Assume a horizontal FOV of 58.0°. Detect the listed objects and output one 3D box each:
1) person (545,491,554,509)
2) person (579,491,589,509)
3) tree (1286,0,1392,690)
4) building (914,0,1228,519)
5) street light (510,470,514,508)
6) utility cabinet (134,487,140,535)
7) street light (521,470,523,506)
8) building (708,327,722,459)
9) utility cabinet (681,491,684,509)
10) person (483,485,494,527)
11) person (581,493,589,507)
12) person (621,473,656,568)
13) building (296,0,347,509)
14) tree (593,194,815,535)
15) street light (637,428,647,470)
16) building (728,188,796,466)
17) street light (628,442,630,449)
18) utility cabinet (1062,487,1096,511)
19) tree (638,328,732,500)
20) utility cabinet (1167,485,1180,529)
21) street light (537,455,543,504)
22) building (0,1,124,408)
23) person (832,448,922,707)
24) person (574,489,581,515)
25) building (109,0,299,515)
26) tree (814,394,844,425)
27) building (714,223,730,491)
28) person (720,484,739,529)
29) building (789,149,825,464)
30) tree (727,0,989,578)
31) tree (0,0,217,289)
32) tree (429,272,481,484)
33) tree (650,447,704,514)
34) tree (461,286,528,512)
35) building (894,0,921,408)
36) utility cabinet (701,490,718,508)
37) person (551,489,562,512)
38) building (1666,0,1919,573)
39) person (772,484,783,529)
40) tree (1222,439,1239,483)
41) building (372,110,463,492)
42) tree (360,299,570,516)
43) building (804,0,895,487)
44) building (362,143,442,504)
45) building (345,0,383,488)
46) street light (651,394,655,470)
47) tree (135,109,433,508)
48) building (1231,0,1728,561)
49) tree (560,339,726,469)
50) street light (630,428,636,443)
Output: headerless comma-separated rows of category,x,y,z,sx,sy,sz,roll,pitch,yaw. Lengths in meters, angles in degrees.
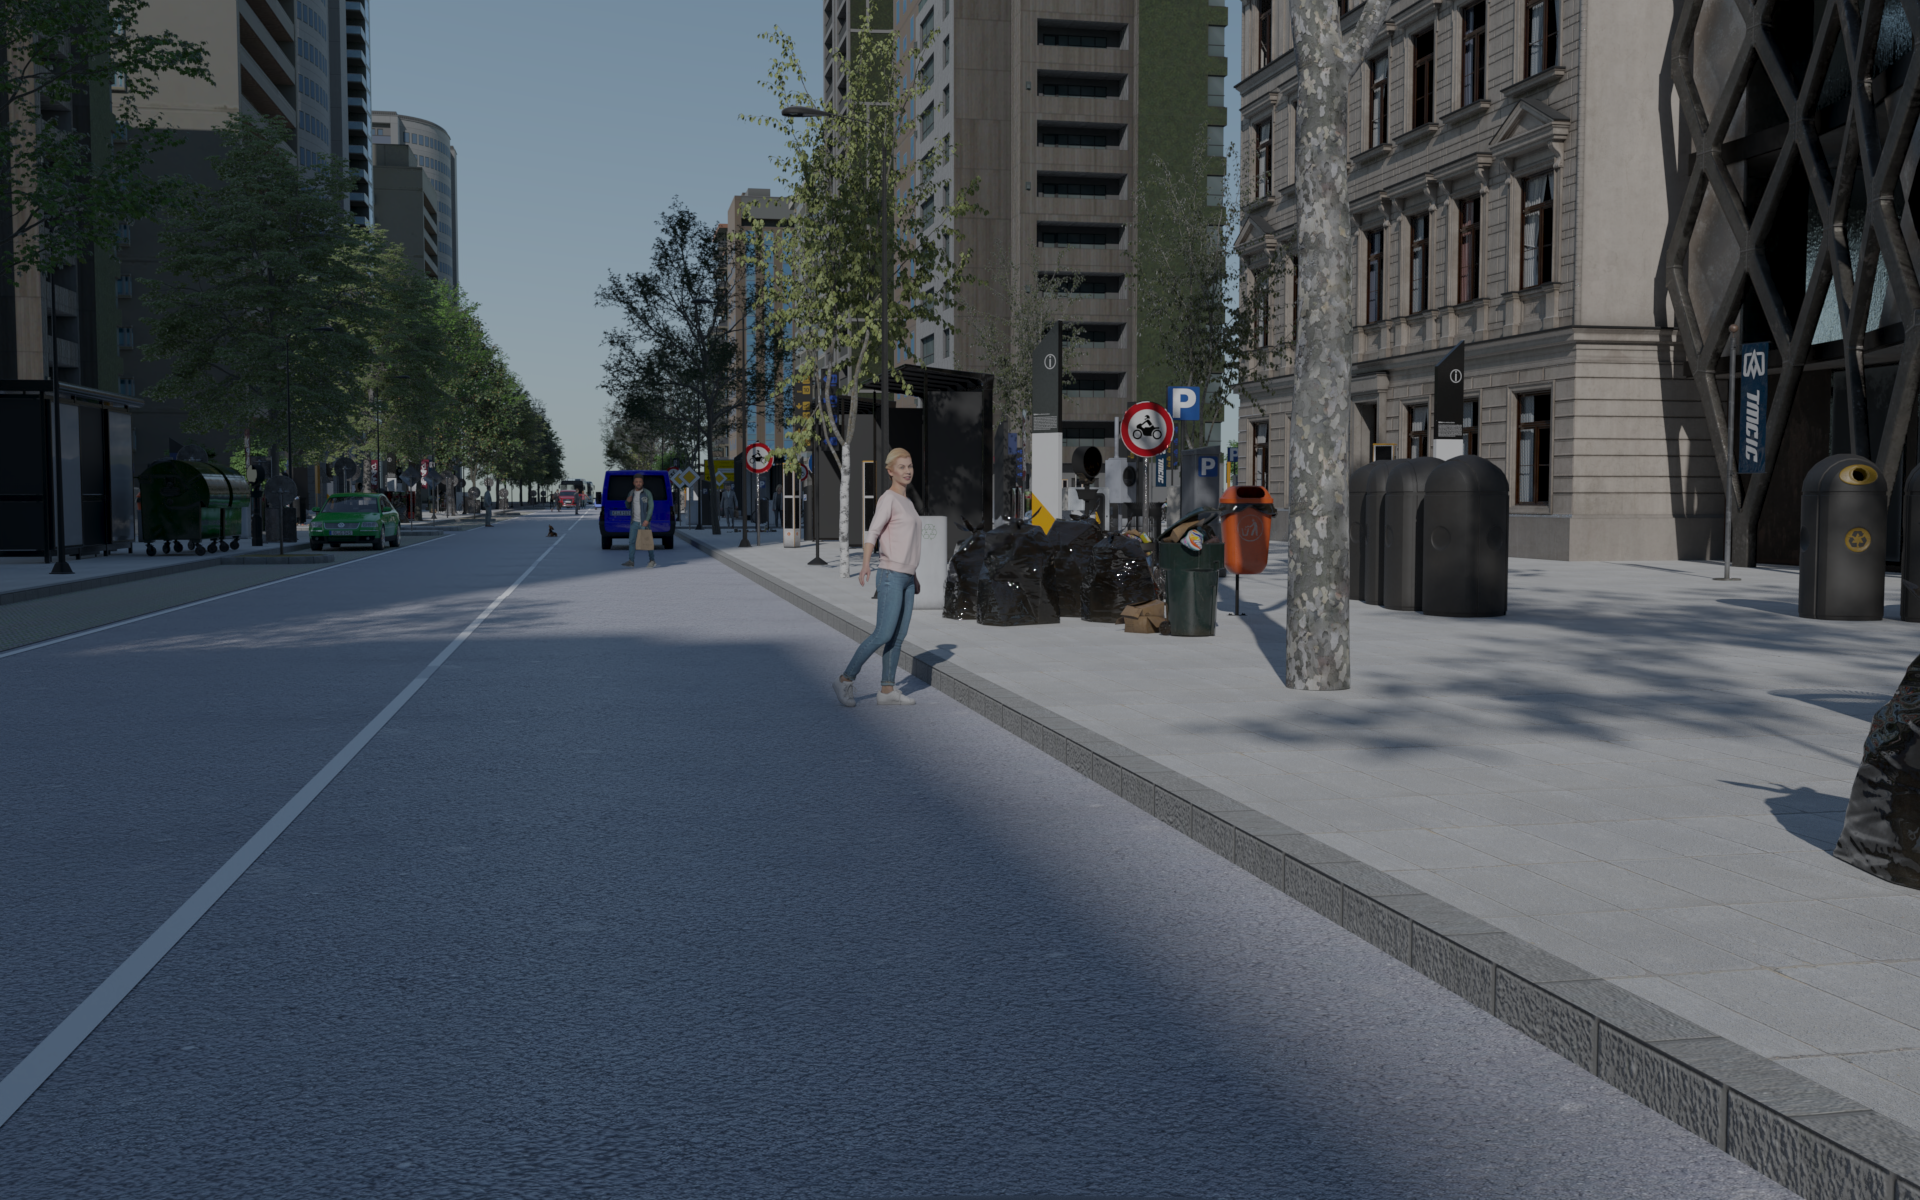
person,-38.453,-9.410,163.076,1.217,1.735,0.721,0,4,1
person,-35.838,-9.512,164.734,1.217,1.743,0.721,0,4,-3
tree,1.450,-9.409,9.719,12.611,20.169,13.585,0,3,0
building,5.565,-19.746,94.556,14.107,30.474,14.160,-1,4,-12
street light,-37.561,-10.390,142.416,1.470,5.913,1.316,-1,4,-12
utility cabinet,-25.338,-2.703,52.875,0.318,1.500,1.173,-1,4,-12
street light,-41.626,-11.645,162.944,1.470,5.913,1.316,-1,4,-12
building,-36.264,-32.135,297.105,14.160,30.474,14.107,-1,4,-12
utility cabinet,-22.354,-7.873,137.403,1.173,1.500,0.318,3,5,43
person,-20.712,-4.123,76.017,0.391,1.810,0.635,-2,4,-25
person,-41.904,-11.237,192.218,1.348,1.826,0.705,-1,4,-20
person,-6.120,-1.516,33.278,0.794,1.824,0.713,3,5,39
building,-65.475,-37.115,148.823,21.231,58.520,28.212,-1,4,-12
tree,-8.050,-7.347,54.535,7.601,10.594,8.767,0,4,-2
street light,-17.947,-7.877,101.322,1.470,5.913,1.316,-1,4,-12
building,-26.422,-36.910,253.593,14.600,45.320,14.200,-1,4,-12
street light,-26.406,-10.409,142.725,1.470,5.913,1.316,-1,4,-12
utility cabinet,3.937,-2.988,57.533,1.173,1.500,0.318,-2,4,-25
tree,-11.717,-7.561,73.989,4.360,8.622,3.978,0,3,0
utility cabinet,5.894,-2.179,44.313,1.173,1.500,0.318,2,4,25
street light,-49.998,-14.146,203.832,1.470,5.913,1.316,-1,4,-12
building,-49.692,-19.034,82.912,14.160,30.474,14.107,-1,4,-12
person,-0.575,-0.154,11.690,0.598,1.740,0.731,0,4,7
person,-26.780,-6.898,121.490,0.583,1.804,0.606,-3,5,-41
building,-55.225,-29.781,110.623,21.300,48.544,21.600,-1,4,-12
tree,-8.772,-10.369,119.898,4.360,8.622,3.978,0,3,0
building,-27.773,-37.963,275.322,22.147,44.769,28.867,-1,4,-12
person,-9.028,-3.623,67.862,0.709,1.813,0.853,0,4,-8
building,-5.940,-30.956,198.006,32.217,40.220,23.993,-1,4,-12
tree,-1.689,-4.657,26.506,4.737,8.622,4.395,0,3,0
tree,-13.221,-5.831,21.086,9.928,11.665,9.643,0,3,0
tree,-24.607,-9.465,72.882,7.486,12.596,7.792,0,3,0
tree,-18.212,-7.812,111.440,4.285,4.588,4.351,0,3,0
tree,-25.647,-9.563,82.107,9.928,11.665,9.643,0,3,0
building,3.689,-28.287,112.605,14.600,45.320,14.200,-1,4,-12
utility cabinet,-14.852,-5.760,102.857,1.173,1.500,0.318,0,4,-3
person,-32.367,-7.981,138.951,0.822,1.834,0.622,0,4,6
building,21.228,-9.648,25.195,16.820,18.784,16.811,-1,4,-12
person,-6.769,-3.487,65.688,0.709,1.800,0.728,0,4,4
tree,14.548,-6.241,85.761,4.285,4.588,4.351,0,3,0
building,-88.784,-44.257,265.607,21.231,58.520,28.212,-1,4,-12
tree,-29.702,-11.214,100.349,9.611,12.733,9.660,0,3,0
building,-1.558,-42.714,136.627,20.563,71.187,20.611,-1,4,-12
building,-84.570,-37.780,241.397,21.300,48.544,21.600,-1,4,-12
building,-71.590,-52.906,177.681,22.319,86.520,31.000,-1,4,-12
street light,-13.727,-6.627,80.885,1.470,5.913,1.316,-1,4,-12
tree,-20.821,-8.205,52.286,7.486,12.596,7.792,0,3,0
building,14.379,-10.859,42.174,10.561,19.102,19.286,-1,4,-12
tree,-22.019,-13.446,130.209,12.009,13.543,11.850,0,3,0
street light,-22.308,-9.153,122.195,1.470,5.913,1.316,-1,4,-12
